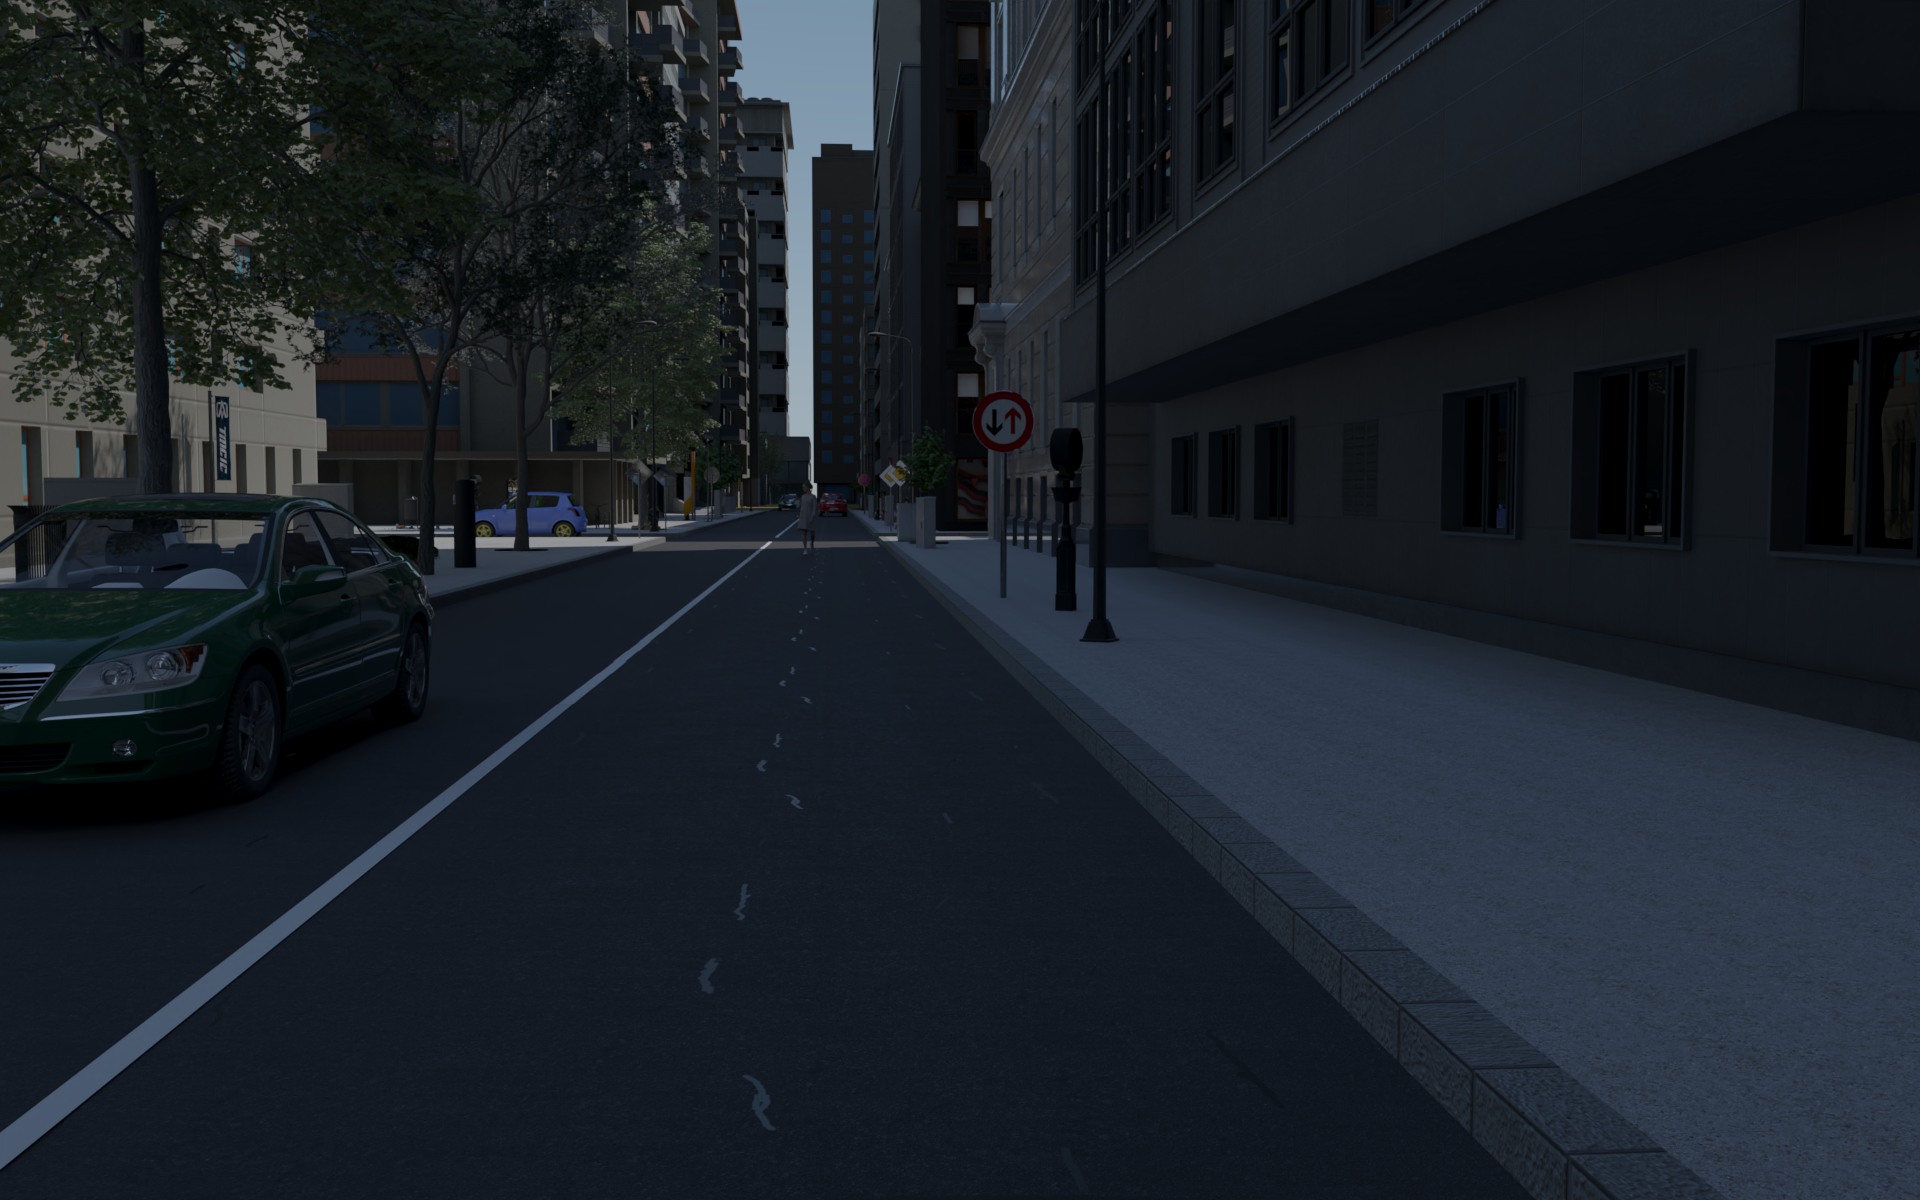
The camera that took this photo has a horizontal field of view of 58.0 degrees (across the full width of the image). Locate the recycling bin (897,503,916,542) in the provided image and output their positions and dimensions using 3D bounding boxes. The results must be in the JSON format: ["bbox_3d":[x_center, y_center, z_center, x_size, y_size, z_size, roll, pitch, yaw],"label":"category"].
[{"bbox_3d":[-1.338,-2.099,46.876,0.722,1.027,0.722,0,4,-5],"label":"recycling bin"}]

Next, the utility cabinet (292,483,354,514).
[{"bbox_3d":[-13.222,-1.668,35.957,1.173,1.500,0.318,0,4,3],"label":"utility cabinet"}]

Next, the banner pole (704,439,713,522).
[{"bbox_3d":[-11.593,-5.484,79.673,0.401,3.779,0.863,0,4,-5],"label":"banner pole"}]

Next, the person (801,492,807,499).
[{"bbox_3d":[-14.827,-9.714,167.847,1.217,1.766,0.721,0,4,-1],"label":"person"}]

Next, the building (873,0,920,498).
[{"bbox_3d":[3.516,-32.080,148.202,21.300,48.544,21.600,0,4,-4],"label":"building"}]

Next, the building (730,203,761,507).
[{"bbox_3d":[-26.833,-24.247,168.134,14.160,30.474,14.107,0,4,-4],"label":"building"}]

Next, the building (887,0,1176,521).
[{"bbox_3d":[3.206,-18.945,103.250,14.314,27.812,24.014,0,4,-4],"label":"building"}]

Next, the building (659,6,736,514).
[{"bbox_3d":[-31.832,-25.984,116.719,32.217,40.220,23.993,0,4,-4],"label":"building"}]

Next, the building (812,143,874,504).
[{"bbox_3d":[-11.920,-35.141,224.670,14.200,45.320,14.600,0,4,-4],"label":"building"}]

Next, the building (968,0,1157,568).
[{"bbox_3d":[7.728,-15.506,39.429,13.634,28.700,20.117,0,4,-4],"label":"building"}]

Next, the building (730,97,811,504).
[{"bbox_3d":[-33.808,-39.188,229.959,27.495,52.752,28.713,0,4,-4],"label":"building"}]

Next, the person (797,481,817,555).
[{"bbox_3d":[-3.624,-1.953,41.178,0.466,1.731,0.760,0,4,-1],"label":"person"}]

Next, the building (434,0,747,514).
[{"bbox_3d":[-29.611,-30.053,145.985,22.147,44.769,28.867,0,4,-4],"label":"building"}]

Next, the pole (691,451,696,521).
[{"bbox_3d":[-12.763,-5.448,82.923,0.158,3.312,0.155,0,3,0],"label":"pole"}]

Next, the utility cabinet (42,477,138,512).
[{"bbox_3d":[-11.734,-0.904,23.455,1.173,1.500,0.318,-2,4,-30],"label":"utility cabinet"}]

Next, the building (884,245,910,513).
[{"bbox_3d":[-0.305,-16.867,124.926,9.793,20.994,18.267,0,4,-4],"label":"building"}]

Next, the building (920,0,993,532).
[{"bbox_3d":[6.737,-14.403,65.169,15.834,23.373,12.332,0,4,-4],"label":"building"}]

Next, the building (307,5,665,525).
[{"bbox_3d":[-24.842,-26.178,82.638,22.147,44.769,28.867,0,4,-4],"label":"building"}]

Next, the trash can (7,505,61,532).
[{"bbox_3d":[-11.819,-0.650,22.278,0.748,1.137,0.748,0,3,0],"label":"trash can"}]

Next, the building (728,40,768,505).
[{"bbox_3d":[-37.687,-53.855,193.205,31.000,86.520,22.319,0,4,-4],"label":"building"}]

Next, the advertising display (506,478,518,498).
[{"bbox_3d":[-17.486,-3.863,68.379,0.123,1.923,0.974,3,4,36],"label":"advertising display"}]

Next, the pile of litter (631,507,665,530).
[{"bbox_3d":[-11.158,-2.925,61.794,1.176,0.858,1.719,-1,4,-15],"label":"pile of litter"}]

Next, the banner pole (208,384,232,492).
[{"bbox_3d":[-16.618,-2.986,38.830,0.401,3.779,0.863,1,4,17],"label":"banner pole"}]

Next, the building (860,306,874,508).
[{"bbox_3d":[4.019,-20.141,174.336,27.650,21.520,28.899,0,4,-4],"label":"building"}]

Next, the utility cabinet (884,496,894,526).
[{"bbox_3d":[-2.847,-3.563,69.422,0.306,1.237,1.020,0,4,-7],"label":"utility cabinet"}]

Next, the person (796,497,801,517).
[{"bbox_3d":[-10.075,-5.798,107.989,0.352,1.250,0.332,-1,4,-12],"label":"person"}]

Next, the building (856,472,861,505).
[{"bbox_3d":[-1.539,-46.447,197.665,20.563,71.187,20.611,0,4,-4],"label":"building"}]

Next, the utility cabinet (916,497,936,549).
[{"bbox_3d":[-0.816,-1.826,41.019,0.306,1.237,1.020,-1,4,-12],"label":"utility cabinet"}]

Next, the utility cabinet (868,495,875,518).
[{"bbox_3d":[-4.745,-5.026,93.344,0.306,1.237,1.020,0,4,3],"label":"utility cabinet"}]

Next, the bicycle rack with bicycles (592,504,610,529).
[{"bbox_3d":[-14.088,-3.102,64.092,2.852,0.926,2.925,-1,4,-16],"label":"bicycle rack with bicycles"}]

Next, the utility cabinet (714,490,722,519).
[{"bbox_3d":[-12.338,-4.863,88.185,0.318,1.500,1.173,0,4,-3],"label":"utility cabinet"}]

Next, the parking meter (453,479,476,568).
[{"bbox_3d":[-8.636,-1.332,30.192,0.372,1.533,0.369,0,3,0],"label":"parking meter"}]

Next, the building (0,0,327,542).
[{"bbox_3d":[-31.358,-11.546,33.816,28.899,21.520,27.650,0,4,-4],"label":"building"}]

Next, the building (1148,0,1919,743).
[{"bbox_3d":[9.581,-13.700,17.509,14.314,27.812,24.014,0,4,-4],"label":"building"}]

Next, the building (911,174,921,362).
[{"bbox_3d":[3.431,-13.287,81.862,10.561,19.102,19.286,0,4,-4],"label":"building"}]
